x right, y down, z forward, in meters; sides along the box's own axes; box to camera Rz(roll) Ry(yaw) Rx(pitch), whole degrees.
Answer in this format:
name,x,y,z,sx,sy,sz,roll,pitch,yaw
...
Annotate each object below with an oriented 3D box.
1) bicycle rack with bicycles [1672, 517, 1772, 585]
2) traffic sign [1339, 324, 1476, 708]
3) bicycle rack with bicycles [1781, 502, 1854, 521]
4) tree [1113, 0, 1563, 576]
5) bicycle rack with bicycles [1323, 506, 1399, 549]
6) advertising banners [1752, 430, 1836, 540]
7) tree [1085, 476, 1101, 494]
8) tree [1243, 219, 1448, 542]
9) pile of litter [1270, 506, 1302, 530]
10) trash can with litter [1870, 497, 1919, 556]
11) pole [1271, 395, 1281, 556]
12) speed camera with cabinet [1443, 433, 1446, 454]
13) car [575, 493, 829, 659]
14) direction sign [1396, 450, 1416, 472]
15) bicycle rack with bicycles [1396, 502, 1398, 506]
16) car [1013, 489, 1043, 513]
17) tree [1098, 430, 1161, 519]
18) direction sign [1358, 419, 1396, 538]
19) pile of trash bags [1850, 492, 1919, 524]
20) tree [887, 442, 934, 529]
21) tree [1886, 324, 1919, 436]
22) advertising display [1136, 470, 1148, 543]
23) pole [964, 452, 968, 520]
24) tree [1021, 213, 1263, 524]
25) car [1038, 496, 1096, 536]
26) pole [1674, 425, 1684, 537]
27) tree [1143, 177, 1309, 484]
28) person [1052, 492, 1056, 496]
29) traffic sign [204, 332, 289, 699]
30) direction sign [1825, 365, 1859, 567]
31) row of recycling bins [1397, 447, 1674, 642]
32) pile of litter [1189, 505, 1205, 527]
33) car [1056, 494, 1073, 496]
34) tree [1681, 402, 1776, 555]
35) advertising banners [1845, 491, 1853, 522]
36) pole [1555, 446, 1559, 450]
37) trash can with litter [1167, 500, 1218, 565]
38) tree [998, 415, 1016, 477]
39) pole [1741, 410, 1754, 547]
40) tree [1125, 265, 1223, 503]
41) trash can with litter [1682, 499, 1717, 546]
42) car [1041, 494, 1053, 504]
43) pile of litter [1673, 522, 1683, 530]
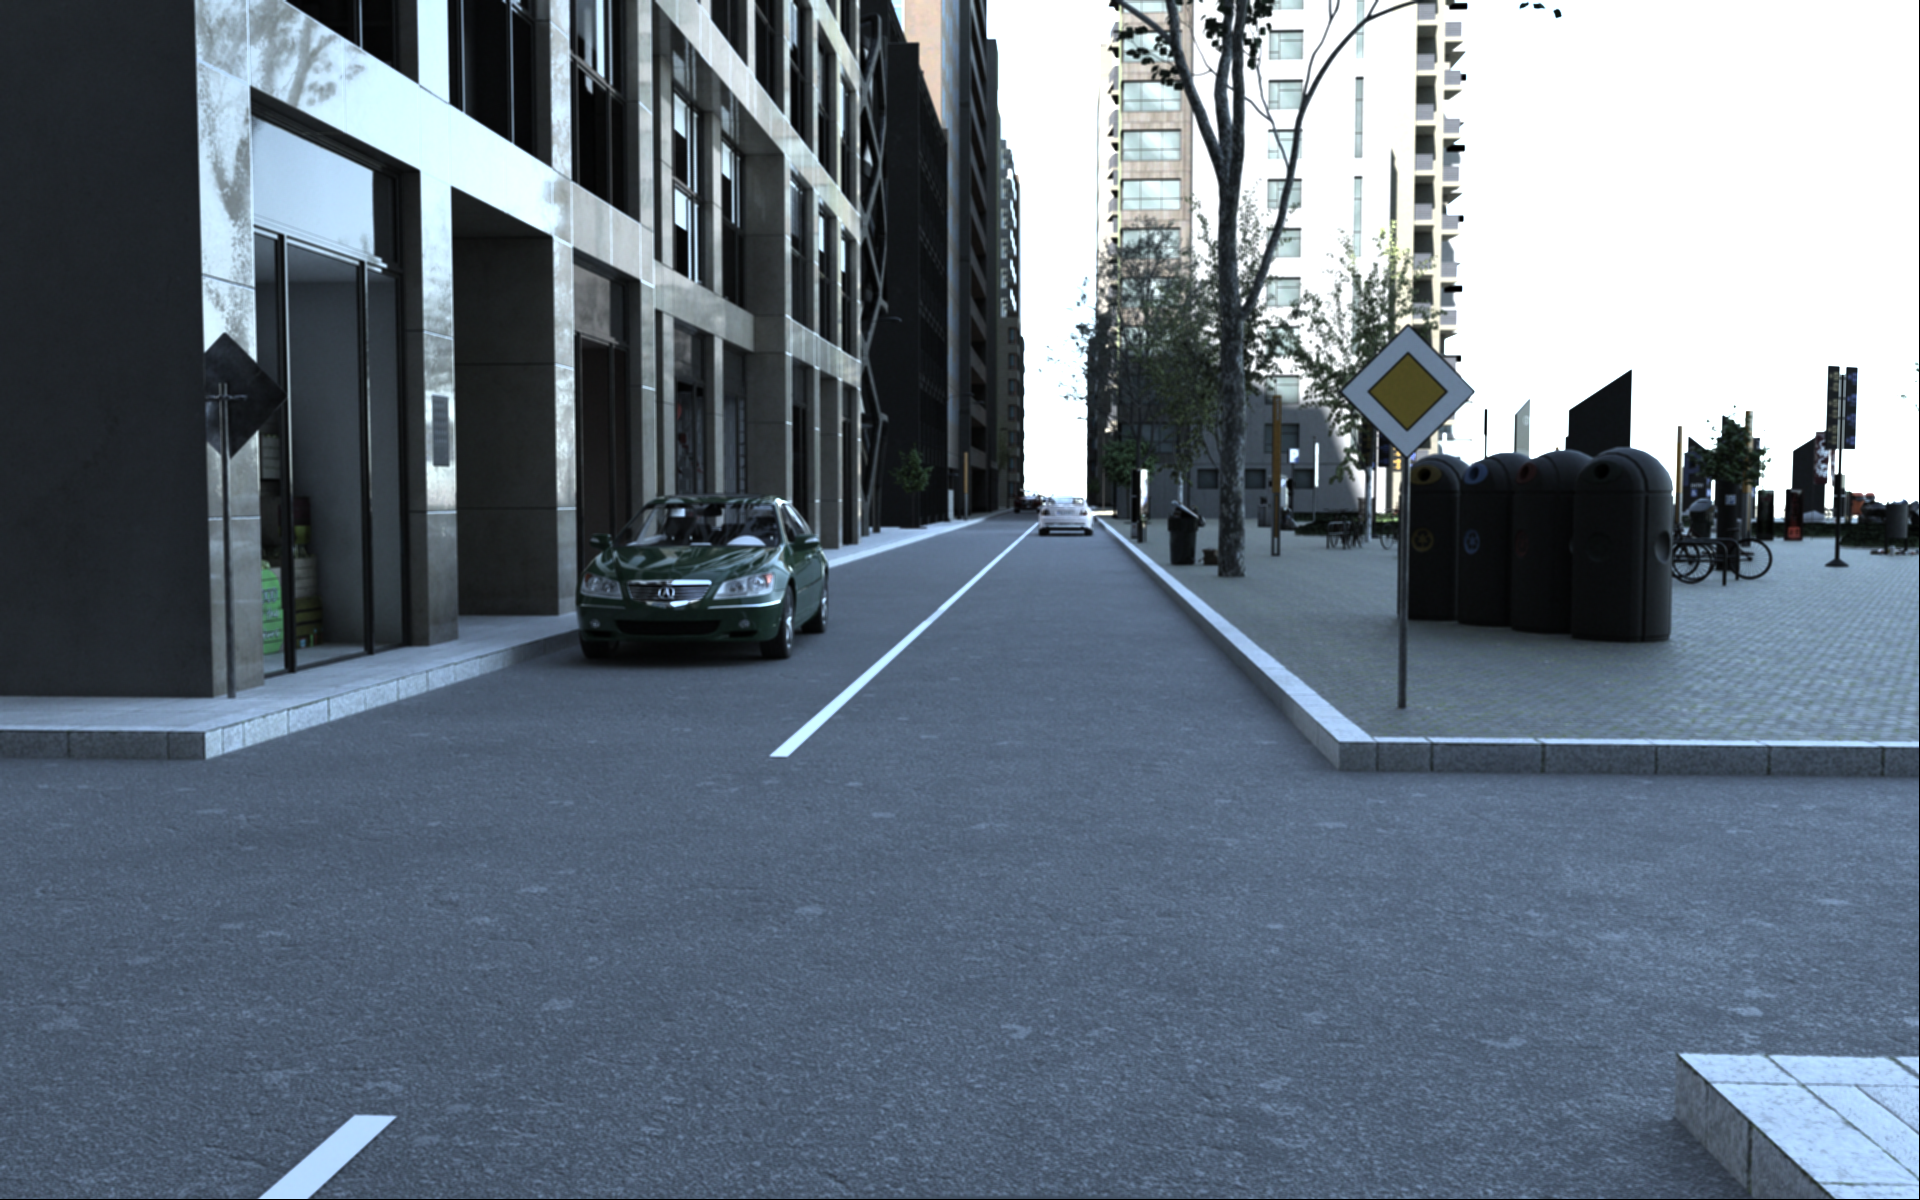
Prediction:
name,x,y,z,sx,sy,sz,roll,pitch,yaw
bicycle rack with bicycles,10.338,-0.754,25.703,2.925,0.926,2.852,2,4,31
traffic sign,2.653,-0.410,10.342,0.795,2.450,0.064,0,4,4
bicycle rack with bicycles,40.018,-4.146,81.170,2.925,0.926,2.852,3,5,40
tree,3.390,-10.362,25.303,12.611,20.169,13.585,0,3,0
bicycle rack with bicycles,9.678,-1.684,40.923,2.852,0.926,2.925,2,4,34
advertising banners,23.016,-3.158,47.817,2.074,3.025,0.090,0,4,7
tree,13.278,-10.666,168.997,1.663,3.219,1.824,0,3,0
tree,10.708,-5.861,46.188,4.737,8.622,4.395,0,3,0
pile of litter,11.756,-2.917,61.659,1.176,0.858,1.719,-1,4,-12
trash can with litter,20.309,-1.574,36.785,2.233,1.210,1.678,-1,4,-13
pole,6.557,-2.573,35.906,0.158,3.312,0.155,0,3,0
speed camera with cabinet,16.223,-3.831,56.976,2.038,3.252,0.660,-2,4,-34
car,-2.337,-0.294,16.599,2.131,1.459,4.920,0,4,2
direction sign,15.450,-4.177,60.283,0.876,3.537,0.379,3,5,41
bicycle rack with bicycles,19.409,-3.734,74.440,2.925,0.926,2.852,0,4,-2
car,5.220,-7.563,132.320,2.281,1.827,5.304,0,4,4
tree,8.690,-6.416,88.614,4.285,4.588,4.351,0,3,0
direction sign,12.080,-3.571,50.383,0.876,3.537,0.379,3,5,39
pile of trash bags,39.476,-3.949,74.320,1.912,1.369,3.447,1,4,10
tree,-1.671,-4.272,64.442,1.663,3.219,1.824,0,3,0
tree,34.200,-6.641,58.937,4.737,8.622,4.395,0,3,0
advertising display,4.827,-2.488,45.892,0.123,1.923,0.974,1,4,18
pole,0.285,-5.537,84.365,0.158,3.312,0.155,0,3,0
tree,7.873,-10.072,75.043,12.009,13.543,11.850,0,3,0
car,3.755,-2.974,60.985,2.083,1.381,4.827,0,4,5
pole,21.258,-3.509,51.207,0.158,3.312,0.155,0,3,0
tree,6.283,-5.553,41.146,4.360,8.622,3.978,0,3,0
person,13.030,-14.346,243.067,1.348,1.822,0.705,-2,4,-30
traffic sign,-4.575,-0.439,10.821,0.795,2.450,0.064,0,4,4
direction sign,15.562,-2.363,30.628,0.876,3.537,0.379,-2,4,-31
row of recycling bins,5.442,-0.582,16.629,1.069,1.692,3.534,-1,4,-20
pile of litter,8.915,-3.303,67.961,1.719,0.858,1.176,-2,4,-29
car,7.066,-6.564,117.109,2.009,1.686,4.222,0,4,4
tree,16.385,-2.566,36.559,1.663,3.219,1.824,0,3,0
advertising banners,32.600,-4.155,64.119,0.090,3.025,2.074,0,4,6
pole,25.478,-4.902,73.988,0.158,3.312,0.155,0,3,0
trash can with litter,4.309,-1.234,31.567,1.055,1.170,0.624,1,4,13
tree,3.367,-12.931,161.788,4.737,8.622,4.395,0,3,0
pole,19.127,-2.949,42.059,0.158,3.312,0.155,0,3,0
tree,7.472,-6.511,56.812,4.737,8.622,4.395,0,3,0
trash can with litter,18.299,-1.929,42.926,1.055,1.170,0.624,-3,5,-41
car,12.137,-13.924,239.662,2.014,1.417,4.499,0,4,3
pile of litter,24.345,-2.822,60.107,1.719,0.858,1.176,0,4,4
